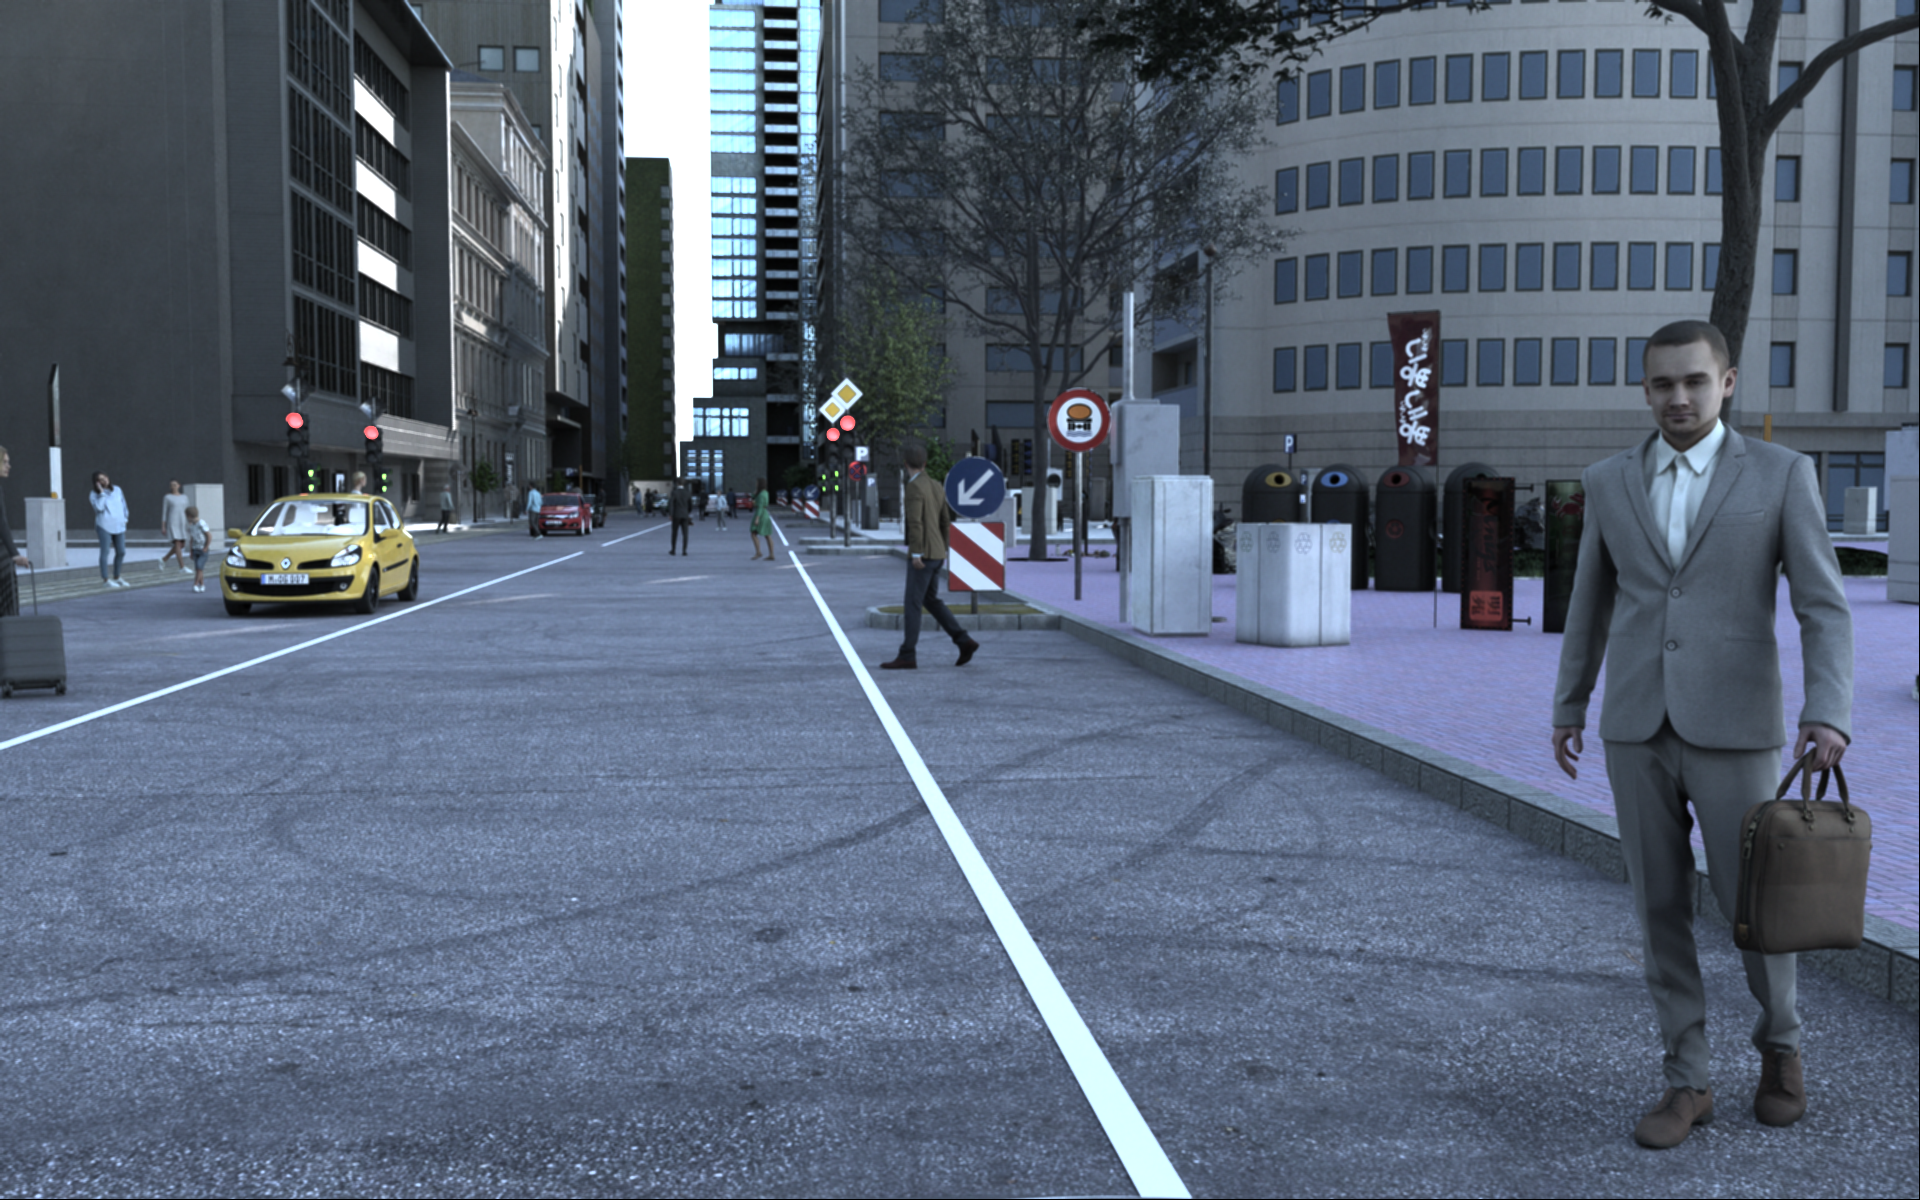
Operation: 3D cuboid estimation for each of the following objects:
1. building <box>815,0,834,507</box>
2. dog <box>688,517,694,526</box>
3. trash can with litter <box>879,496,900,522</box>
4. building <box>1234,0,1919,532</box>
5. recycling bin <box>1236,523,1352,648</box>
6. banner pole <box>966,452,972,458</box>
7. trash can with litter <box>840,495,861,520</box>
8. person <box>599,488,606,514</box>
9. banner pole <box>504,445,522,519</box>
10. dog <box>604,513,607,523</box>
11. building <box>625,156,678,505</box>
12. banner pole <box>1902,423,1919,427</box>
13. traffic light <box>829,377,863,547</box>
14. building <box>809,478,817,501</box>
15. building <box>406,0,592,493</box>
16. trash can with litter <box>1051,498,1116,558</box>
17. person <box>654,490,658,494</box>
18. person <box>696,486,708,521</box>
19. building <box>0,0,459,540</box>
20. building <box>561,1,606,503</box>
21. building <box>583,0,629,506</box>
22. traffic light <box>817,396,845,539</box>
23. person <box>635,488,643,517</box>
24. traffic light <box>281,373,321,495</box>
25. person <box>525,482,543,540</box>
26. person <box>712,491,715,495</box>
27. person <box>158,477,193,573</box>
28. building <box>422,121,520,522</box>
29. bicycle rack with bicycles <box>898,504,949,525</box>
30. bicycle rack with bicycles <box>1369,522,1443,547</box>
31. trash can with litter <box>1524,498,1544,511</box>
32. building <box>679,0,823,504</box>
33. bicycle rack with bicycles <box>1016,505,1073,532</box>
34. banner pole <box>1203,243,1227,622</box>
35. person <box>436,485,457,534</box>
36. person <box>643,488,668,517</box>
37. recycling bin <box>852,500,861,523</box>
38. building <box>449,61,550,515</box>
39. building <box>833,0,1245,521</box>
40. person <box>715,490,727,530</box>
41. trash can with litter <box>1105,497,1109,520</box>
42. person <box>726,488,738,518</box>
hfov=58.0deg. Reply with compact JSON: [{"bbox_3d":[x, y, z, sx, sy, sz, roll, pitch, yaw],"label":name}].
[{"bbox_3d":[-2.688,-33.144,165.598,21.300,48.544,21.600,0,4,-7],"label":"building"},{"bbox_3d":[-12.341,-3.581,78.742,0.550,0.427,0.748,1,4,20],"label":"dog"},{"bbox_3d":[-3.008,-4.176,79.339,2.233,1.210,1.678,-1,4,-12],"label":"trash can with litter"},{"bbox_3d":[21.779,-31.929,64.036,28.212,58.520,21.231,0,4,-7],"label":"building"},{"bbox_3d":[2.855,-0.140,14.850,0.722,1.027,0.722,-2,4,-28],"label":"recycling bin"},{"bbox_3d":[0.556,-6.124,90.148,0.401,3.779,0.863,3,5,39],"label":"banner pole"},{"bbox_3d":[-5.374,-4.696,87.837,2.233,1.210,1.678,-3,5,-44],"label":"trash can with litter"},{"bbox_3d":[-23.803,-6.541,115.250,0.447,1.846,0.655,-1,4,-12],"label":"person"},{"bbox_3d":[-22.880,-6.032,88.633,0.863,3.779,0.401,-1,4,-21],"label":"banner pole"},{"bbox_3d":[-17.492,-4.010,84.856,0.540,0.507,0.406,0,4,4],"label":"dog"},{"bbox_3d":[-41.975,-32.325,212.106,14.086,41.232,14.154,0,4,-7],"label":"building"},{"bbox_3d":[29.406,-3.874,53.359,0.863,3.779,0.401,3,5,41],"label":"banner pole"},{"bbox_3d":[-2.745,-3.237,41.838,0.839,4.253,0.868,0,4,-7],"label":"traffic light"},{"bbox_3d":[-0.188,-30.408,189.053,32.217,40.220,23.993,0,4,-7],"label":"building"},{"bbox_3d":[-43.612,-33.306,133.799,28.713,52.752,27.495,0,4,-7],"label":"building"},{"bbox_3d":[2.566,-1.500,35.588,1.678,1.210,2.233,-2,4,-25],"label":"trash can with litter"},{"bbox_3d":[-29.268,-9.677,166.659,1.348,1.831,0.705,1,4,21],"label":"person"},{"bbox_3d":[-13.890,-5.203,93.350,0.659,1.850,0.755,0,4,-7],"label":"person"},{"bbox_3d":[-27.858,-14.865,62.111,14.314,24.678,30.058,0,4,-7],"label":"building"},{"bbox_3d":[-39.647,-30.907,155.439,14.600,45.320,14.200,0,4,-7],"label":"building"},{"bbox_3d":[-50.076,-39.268,184.031,28.212,58.520,21.231,0,4,-7],"label":"building"},{"bbox_3d":[-3.674,-3.722,49.769,0.839,4.253,0.868,0,4,-7],"label":"traffic light"},{"bbox_3d":[-20.079,-6.090,108.329,0.793,1.790,0.793,2,4,31],"label":"person"},{"bbox_3d":[-15.368,-3.145,40.348,0.839,4.253,0.868,0,4,-7],"label":"traffic light"},{"bbox_3d":[-13.271,-2.790,54.135,0.620,1.820,0.660,1,4,18],"label":"person"},{"bbox_3d":[-27.369,-11.263,192.607,0.705,1.831,1.348,-1,4,-10],"label":"person"},{"bbox_3d":[-14.246,-1.354,31.385,0.760,1.731,0.466,1,4,11],"label":"person"},{"bbox_3d":[-29.703,-15.429,88.426,11.583,22.565,21.152,0,4,-7],"label":"building"},{"bbox_3d":[-1.446,-3.682,73.582,2.852,0.926,2.925,1,4,9],"label":"bicycle rack with bicycles"},{"bbox_3d":[8.527,-1.119,31.675,2.925,0.926,2.852,0,4,-1],"label":"bicycle rack with bicycles"},{"bbox_3d":[16.964,-2.490,52.096,1.055,1.170,0.624,0,4,-7],"label":"trash can with litter"},{"bbox_3d":[-19.575,-55.375,218.053,31.000,86.520,22.319,0,4,-7],"label":"building"},{"bbox_3d":[2.744,-2.752,58.370,2.852,0.926,2.925,-1,4,-12],"label":"bicycle rack with bicycles"},{"bbox_3d":[2.513,-1.689,17.628,0.401,3.779,0.863,0,4,4],"label":"banner pole"},{"bbox_3d":[-18.241,-3.213,61.514,0.782,1.767,0.515,3,4,38],"label":"person"},{"bbox_3d":[-19.412,-6.196,110.020,1.509,1.804,0.699,1,4,14],"label":"person"},{"bbox_3d":[-4.308,-3.874,75.902,0.722,1.027,0.722,-1,4,-20],"label":"recycling bin"},{"bbox_3d":[-33.513,-19.732,108.530,13.634,28.700,20.117,0,4,-7],"label":"building"},{"bbox_3d":[2.832,-34.412,104.632,21.231,58.520,28.212,0,4,-7],"label":"building"},{"bbox_3d":[-9.542,-3.579,68.834,0.589,1.601,0.330,3,5,40],"label":"person"},{"bbox_3d":[7.455,-4.569,86.097,1.055,1.170,0.624,3,4,36],"label":"trash can with litter"},{"bbox_3d":[-13.620,-5.797,103.459,0.721,1.800,0.419,0,4,-3],"label":"person"}]
